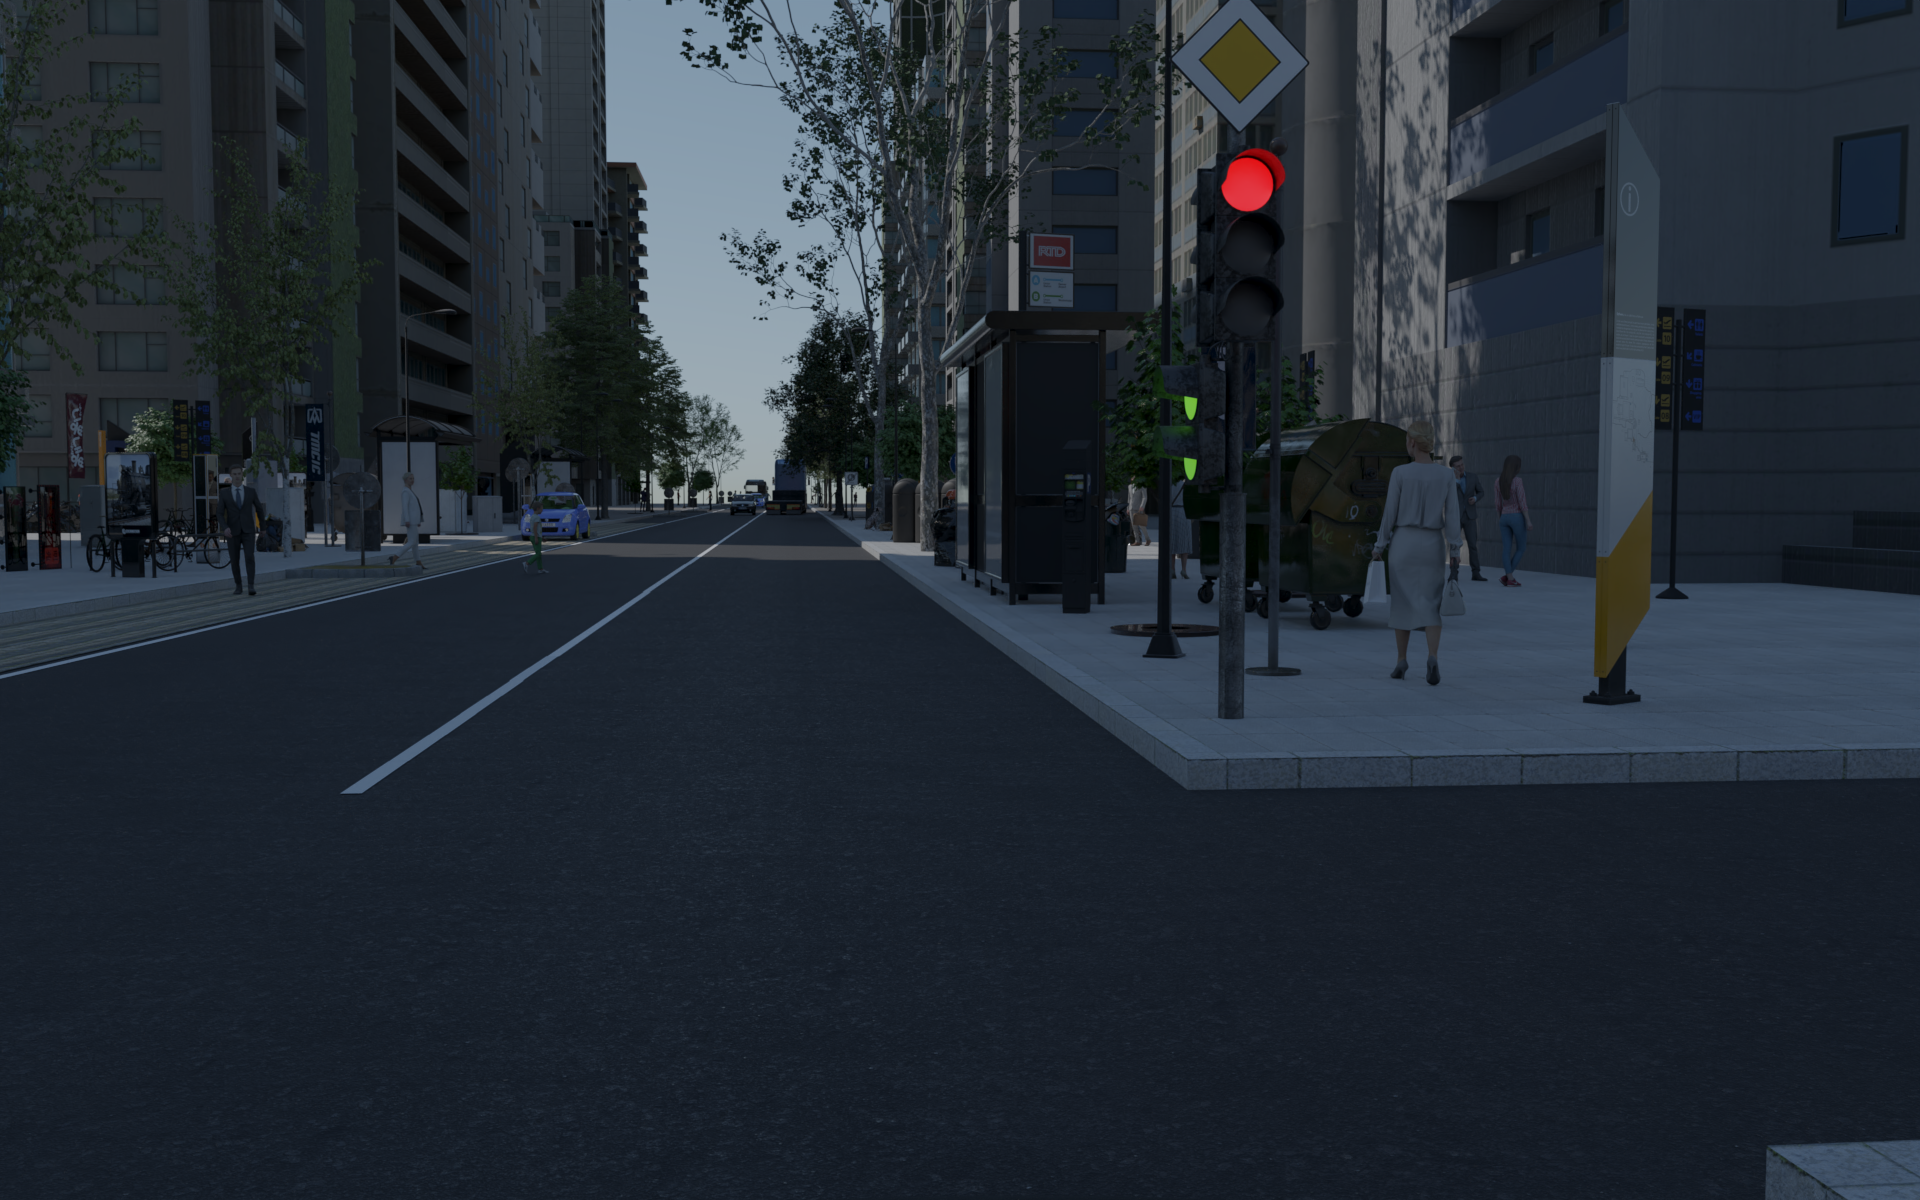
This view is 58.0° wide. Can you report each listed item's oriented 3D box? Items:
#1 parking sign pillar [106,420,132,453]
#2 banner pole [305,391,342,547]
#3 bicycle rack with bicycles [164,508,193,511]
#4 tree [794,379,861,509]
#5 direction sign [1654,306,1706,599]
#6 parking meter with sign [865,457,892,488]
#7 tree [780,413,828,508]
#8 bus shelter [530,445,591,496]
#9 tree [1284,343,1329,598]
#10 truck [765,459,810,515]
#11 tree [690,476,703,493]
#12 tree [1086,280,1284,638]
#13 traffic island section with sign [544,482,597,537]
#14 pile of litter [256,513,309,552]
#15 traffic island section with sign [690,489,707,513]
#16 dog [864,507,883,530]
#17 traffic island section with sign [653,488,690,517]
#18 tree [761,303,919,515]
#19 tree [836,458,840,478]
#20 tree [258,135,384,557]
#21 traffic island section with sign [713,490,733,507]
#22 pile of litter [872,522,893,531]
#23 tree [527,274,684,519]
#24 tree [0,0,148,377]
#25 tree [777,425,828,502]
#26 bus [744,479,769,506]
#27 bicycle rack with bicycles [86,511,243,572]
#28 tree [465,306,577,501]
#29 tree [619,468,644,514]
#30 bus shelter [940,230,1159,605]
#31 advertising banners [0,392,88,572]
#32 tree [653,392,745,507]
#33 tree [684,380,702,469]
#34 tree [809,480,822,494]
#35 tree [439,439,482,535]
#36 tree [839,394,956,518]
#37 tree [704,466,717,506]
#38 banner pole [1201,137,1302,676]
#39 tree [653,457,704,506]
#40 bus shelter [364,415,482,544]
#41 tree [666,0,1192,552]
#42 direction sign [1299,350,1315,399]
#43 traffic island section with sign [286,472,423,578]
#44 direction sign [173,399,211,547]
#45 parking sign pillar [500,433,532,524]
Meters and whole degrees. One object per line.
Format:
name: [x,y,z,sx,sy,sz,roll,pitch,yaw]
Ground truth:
parking sign pillar: [-30.308,-4.554,62.936,1.447,3.967,1.447,0,4,-4]
banner pole: [-15.528,-3.190,42.168,0.863,3.779,0.401,0,4,6]
bicycle rack with bicycles: [-20.233,-1.903,44.500,2.925,0.926,2.852,1,4,22]
tree: [-10.996,-13.904,145.454,7.486,12.596,7.792,0,3,0]
direction sign: [8.742,-1.784,21.160,0.876,3.537,0.379,-2,4,-26]
parking meter with sign: [-3.555,-5.211,81.462,1.738,3.016,0.543,-1,4,-18]
tree: [-11.956,-13.488,154.933,8.767,10.594,7.601,-2,4,-24]
bus shelter: [-17.140,-4.915,74.277,2.014,3.302,5.546,0,4,-6]
tree: [3.931,-1.664,21.811,1.663,3.219,1.824,0,3,0]
truck: [-12.663,-8.412,127.300,2.967,4.110,18.799,0,4,-4]
tree: [-27.887,-11.446,181.746,1.663,3.219,1.824,0,3,0]
tree: [1.892,-1.294,15.755,1.663,3.219,1.824,0,3,0]
traffic island section with sign: [-13.234,-3.026,58.098,1.989,1.847,2.006,0,4,-6]
pile of litter: [-15.168,-1.526,38.914,1.176,0.858,1.719,1,4,11]
traffic island section with sign: [-20.762,-7.742,135.210,1.989,1.847,2.006,0,4,-6]
dog: [-3.266,-2.957,62.730,0.800,0.831,0.513,2,4,29]
traffic island section with sign: [-18.136,-6.094,108.269,1.989,1.847,2.006,0,4,-6]
tree: [-7.216,-11.454,104.280,9.611,12.733,9.660,0,3,0]
tree: [-5.096,-6.770,94.401,4.285,4.588,4.351,0,3,0]
tree: [-13.864,-5.164,34.798,4.737,8.622,4.395,0,3,0]
traffic island section with sign: [-26.181,-11.133,190.653,1.989,1.847,2.006,0,4,-6]
pile of litter: [-2.317,-2.834,60.305,1.719,0.858,1.176,-2,4,-28]
tree: [-18.987,-10.520,90.124,7.486,12.596,7.792,0,3,0]
tree: [-12.454,-4.386,22.074,4.737,8.622,4.395,0,3,0]
tree: [-18.195,-19.017,221.290,12.009,13.543,11.850,0,3,0]
bus: [-24.990,-13.266,211.763,2.948,3.499,13.247,0,4,-7]
bicycle rack with bicycles: [-13.568,-0.976,29.333,2.852,0.926,2.925,1,4,20]
tree: [-16.696,-7.137,67.055,4.737,8.622,4.395,0,3,0]
tree: [-21.088,-7.214,112.558,1.663,3.219,1.824,0,3,0]
bus shelter: [0.943,-2.845,24.148,2.179,5.291,8.768,0,4,-6]
advertising banners: [-15.489,-2.029,29.366,0.090,3.025,2.074,1,4,13]
tree: [-26.949,-15.116,172.905,9.928,11.665,9.643,0,3,0]
tree: [-22.835,-12.837,128.005,7.486,12.596,7.792,0,3,0]
tree: [-17.464,-13.393,213.578,1.663,3.219,1.824,0,3,0]
tree: [-15.685,-3.677,54.728,1.663,3.219,1.824,0,3,0]
tree: [-1.147,-4.286,53.787,4.285,4.588,4.351,0,3,0]
tree: [-28.921,-12.890,194.467,4.285,4.588,4.351,0,3,0]
banner pole: [2.026,-1.355,12.176,0.863,3.779,0.401,-2,4,-23]
tree: [-24.599,-10.001,147.223,4.285,4.588,4.351,0,3,0]
bus shelter: [-14.519,-3.261,47.236,2.014,3.302,5.546,0,4,-6]
tree: [-0.879,-11.057,36.670,12.611,20.169,13.585,0,3,0]
direction sign: [5.547,-2.188,27.763,0.379,3.537,0.876,0,4,-2]
traffic island section with sign: [-10.519,-1.324,30.273,1.989,1.847,2.006,0,4,-6]
direction sign: [-18.504,-3.047,41.811,0.379,3.537,0.876,3,5,43]
parking sign pillar: [-19.359,-5.323,75.505,1.447,3.967,1.447,0,4,7]
